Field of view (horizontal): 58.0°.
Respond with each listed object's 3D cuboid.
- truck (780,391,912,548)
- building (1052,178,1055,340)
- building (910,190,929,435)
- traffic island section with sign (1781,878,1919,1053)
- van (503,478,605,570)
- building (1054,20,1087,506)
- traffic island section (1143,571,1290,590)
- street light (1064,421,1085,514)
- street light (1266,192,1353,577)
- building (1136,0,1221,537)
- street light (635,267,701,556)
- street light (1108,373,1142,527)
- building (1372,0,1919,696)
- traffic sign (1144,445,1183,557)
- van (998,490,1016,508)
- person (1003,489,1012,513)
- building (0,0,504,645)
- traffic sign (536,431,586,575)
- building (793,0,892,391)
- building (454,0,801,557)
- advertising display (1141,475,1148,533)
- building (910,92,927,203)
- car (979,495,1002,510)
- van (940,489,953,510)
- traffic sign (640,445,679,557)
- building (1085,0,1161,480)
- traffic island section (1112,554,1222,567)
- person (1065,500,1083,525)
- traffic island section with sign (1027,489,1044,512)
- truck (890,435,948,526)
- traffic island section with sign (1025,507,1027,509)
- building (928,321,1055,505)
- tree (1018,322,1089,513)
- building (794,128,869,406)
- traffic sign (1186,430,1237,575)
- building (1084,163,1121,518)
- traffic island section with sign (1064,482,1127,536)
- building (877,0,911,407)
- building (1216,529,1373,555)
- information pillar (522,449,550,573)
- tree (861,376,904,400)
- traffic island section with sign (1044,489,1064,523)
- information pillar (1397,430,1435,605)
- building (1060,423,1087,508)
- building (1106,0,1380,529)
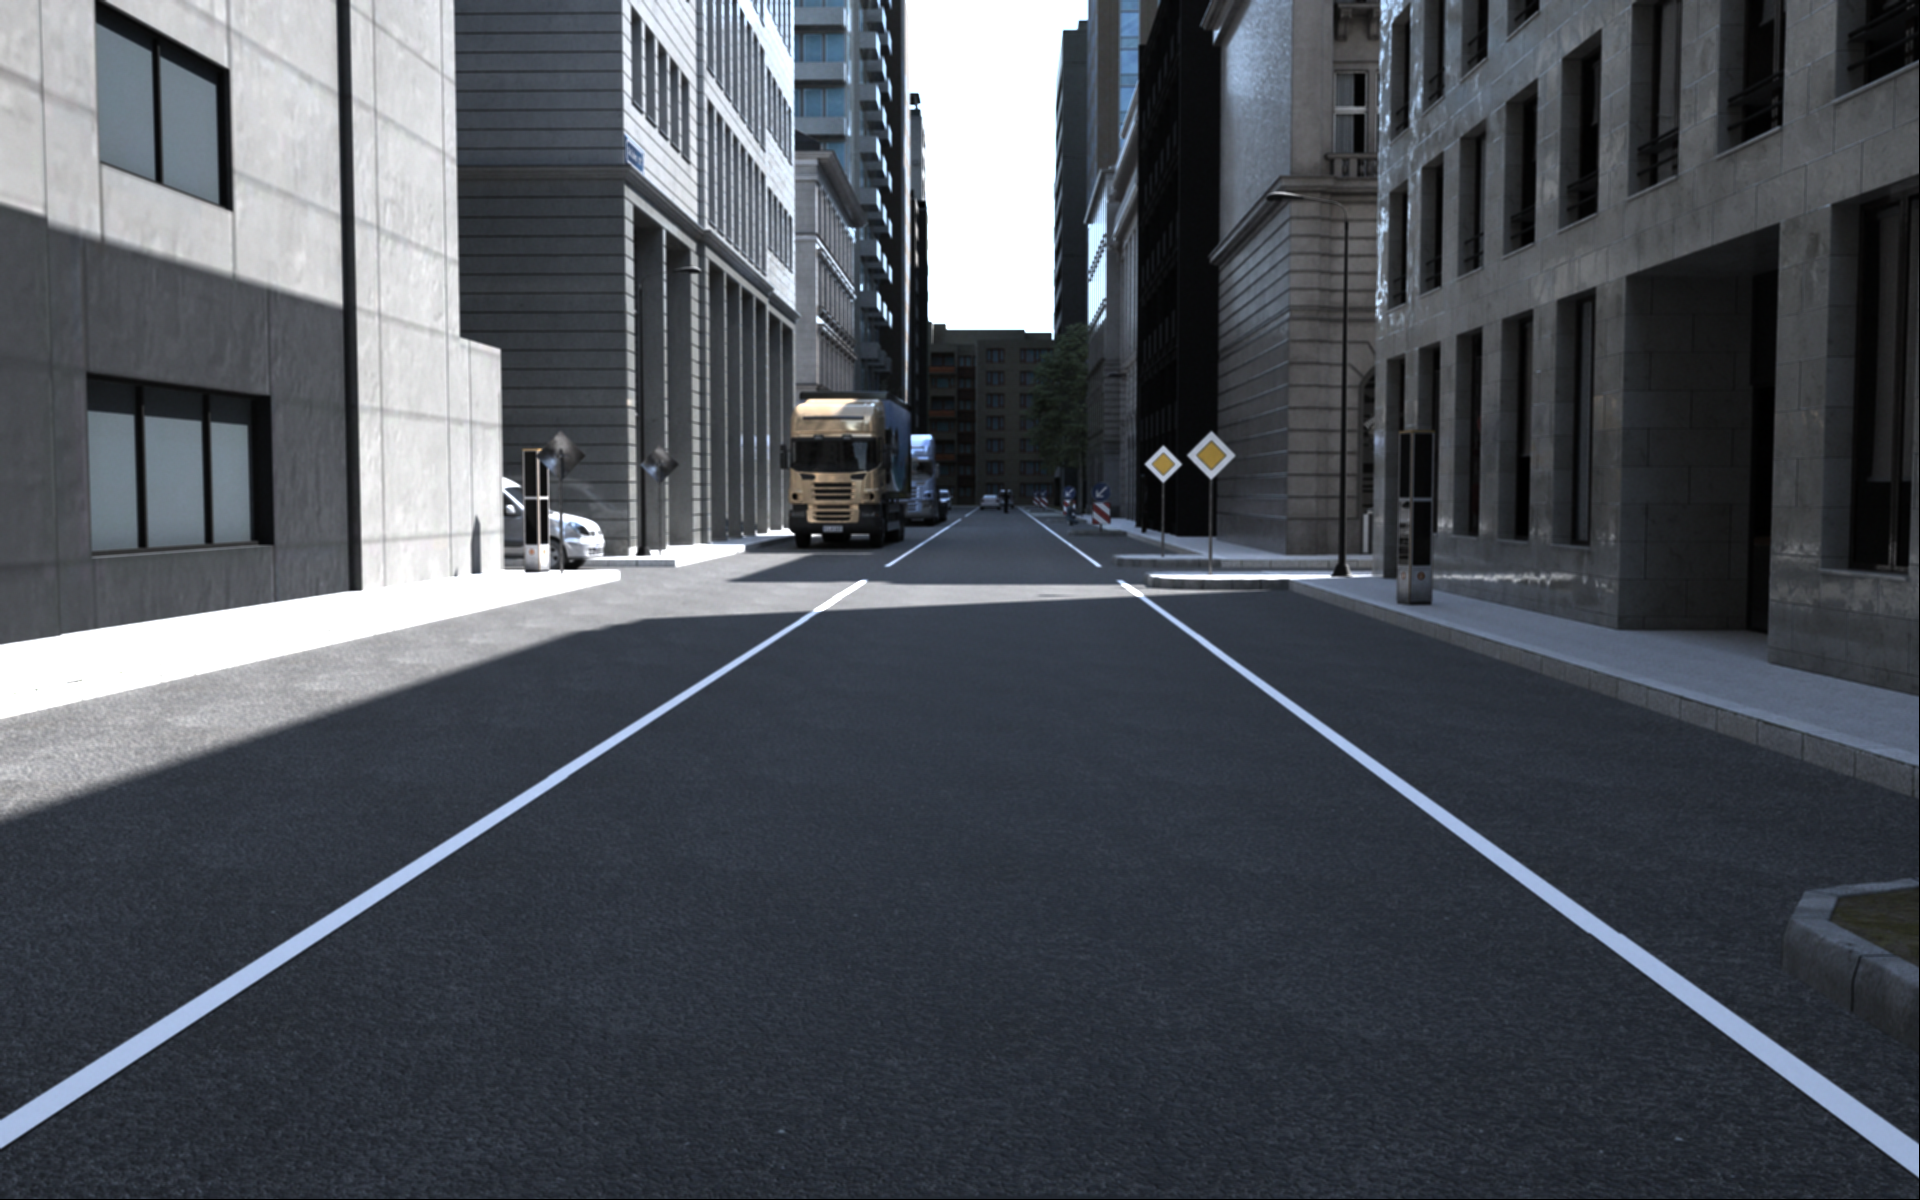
[{"bbox_3d":[-3.038,-3.709,49.556,2.839,4.237,11.283,0,4,3],"label":"truck"},{"bbox_3d":[17.930,-31.646,201.012,14.086,41.232,14.154,0,4,1],"label":"building"},{"bbox_3d":[-10.232,-23.974,163.678,14.160,30.474,14.107,0,4,1],"label":"building"},{"bbox_3d":[3.463,0.239,4.726,1.989,1.847,2.006,0,4,1],"label":"traffic island section with sign"},{"bbox_3d":[-8.778,-1.560,32.515,4.112,2.044,2.013,0,4,3],"label":"van"},{"bbox_3d":[20.551,-33.704,174.756,21.300,48.544,21.600,0,4,1],"label":"building"},{"bbox_3d":[3.972,-0.311,27.360,2.009,0.180,2.903,0,4,1],"label":"traffic island section"},{"bbox_3d":[7.295,-8.427,110.323,1.470,5.913,1.316,0,4,1],"label":"street light"},{"bbox_3d":[5.410,-3.320,26.823,1.470,5.913,1.316,0,4,1],"label":"street light"},{"bbox_3d":[12.873,-14.045,59.311,12.332,23.373,15.834,0,4,1],"label":"building"},{"bbox_3d":[-6.000,-3.858,35.624,1.470,5.913,1.316,0,4,1],"label":"street light"},{"bbox_3d":[6.384,-5.767,66.832,1.470,5.913,1.316,0,4,1],"label":"street light"},{"bbox_3d":[11.448,-9.984,17.991,10.420,20.320,16.860,0,4,1],"label":"building"},{"bbox_3d":[4.133,-1.934,35.266,0.795,2.450,0.064,0,4,1],"label":"traffic sign"},{"bbox_3d":[4.572,-10.185,173.531,2.013,2.044,4.112,0,4,1],"label":"van"},{"bbox_3d":[3.543,-7.539,131.781,0.705,1.821,1.348,-2,4,-28],"label":"person"},{"bbox_3d":[-18.278,-35.416,17.302,20.611,71.187,20.563,0,4,1],"label":"building"},{"bbox_3d":[-6.343,-1.462,27.540,0.795,2.450,0.064,0,4,1],"label":"traffic sign"},{"bbox_3d":[-16.555,-30.958,125.779,23.786,49.044,30.456,0,4,1],"label":"building"},{"bbox_3d":[-11.847,-16.635,49.481,11.434,29.767,29.804,0,4,1],"label":"building"},{"bbox_3d":[6.120,-3.199,57.511,0.123,1.923,0.974,1,4,13],"label":"advertising display"},{"bbox_3d":[-10.467,-30.299,178.980,14.086,41.232,14.154,0,4,1],"label":"building"},{"bbox_3d":[2.821,-9.007,159.629,2.083,1.381,4.827,0,4,2],"label":"car"},{"bbox_3d":[-1.620,-9.083,155.518,2.013,2.044,4.112,0,3,0],"label":"van"},{"bbox_3d":[-6.158,-1.950,35.523,0.795,2.450,0.064,0,4,1],"label":"traffic sign"},{"bbox_3d":[16.411,-29.055,125.155,14.600,45.320,14.200,0,4,1],"label":"building"},{"bbox_3d":[4.156,-0.799,35.343,2.009,0.180,2.903,0,4,1],"label":"traffic island section"},{"bbox_3d":[5.170,-4.013,79.610,0.738,1.151,1.012,-1,4,-15],"label":"person"},{"bbox_3d":[6.523,-7.873,137.347,1.989,1.847,2.006,0,4,1],"label":"traffic island section with sign"},{"bbox_3d":[-2.147,-5.797,84.544,2.967,4.110,18.799,0,4,2],"label":"truck"},{"bbox_3d":[7.153,-9.571,165.110,1.989,1.847,2.006,0,4,1],"label":"traffic island section with sign"},{"bbox_3d":[-3.421,-22.198,207.981,28.899,21.520,27.650,0,4,1],"label":"building"},{"bbox_3d":[7.599,-12.041,114.995,7.486,12.596,7.792,0,3,0],"label":"tree"},{"bbox_3d":[-11.255,-14.307,84.829,10.553,20.767,40.483,0,4,1],"label":"building"},{"bbox_3d":[3.948,-1.446,27.283,0.795,2.450,0.064,0,4,1],"label":"traffic sign"},{"bbox_3d":[12.549,-15.420,101.267,9.793,20.994,18.267,0,4,1],"label":"building"},{"bbox_3d":[4.738,-3.141,59.976,1.989,1.847,2.006,0,4,1],"label":"traffic island section with sign"},{"bbox_3d":[-11.496,-30.456,148.068,14.600,45.320,14.200,0,4,1],"label":"building"},{"bbox_3d":[18.520,-12.201,41.282,24.055,21.916,13.314,0,4,1],"label":"building"},{"bbox_3d":[-6.941,-1.461,28.376,0.304,2.012,0.304,1,4,21],"label":"information pillar"},{"bbox_3d":[-5.266,-9.699,108.938,4.360,8.622,3.978,0,3,0],"label":"tree"},{"bbox_3d":[5.351,-4.791,86.956,1.989,1.847,2.006,0,4,1],"label":"traffic island section with sign"},{"bbox_3d":[5.292,-0.956,20.117,0.304,2.012,0.304,-1,4,-15],"label":"information pillar"},{"bbox_3d":[20.373,-51.050,147.343,22.319,86.520,31.000,0,4,1],"label":"building"},{"bbox_3d":[14.107,-14.573,80.076,13.314,21.916,24.055,0,4,1],"label":"building"}]
